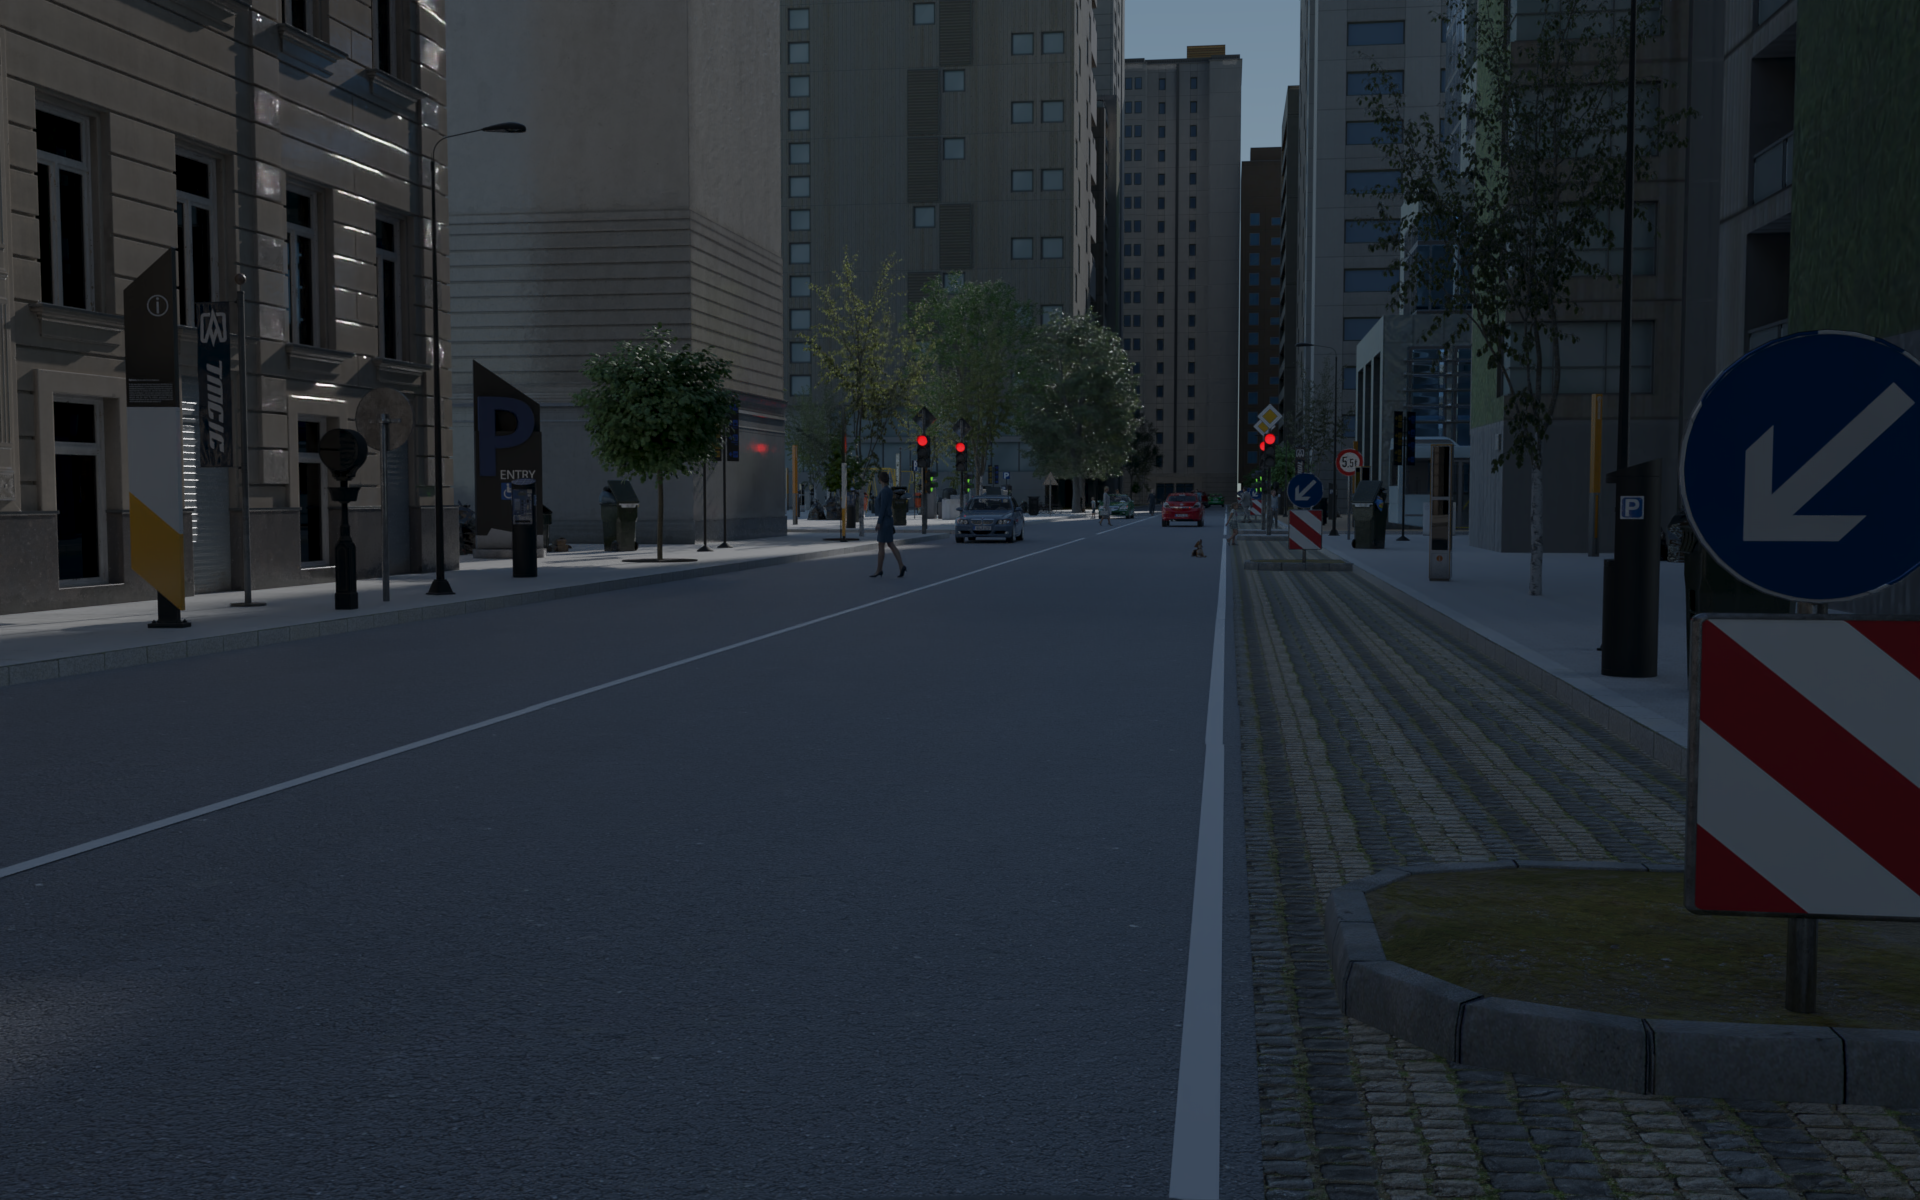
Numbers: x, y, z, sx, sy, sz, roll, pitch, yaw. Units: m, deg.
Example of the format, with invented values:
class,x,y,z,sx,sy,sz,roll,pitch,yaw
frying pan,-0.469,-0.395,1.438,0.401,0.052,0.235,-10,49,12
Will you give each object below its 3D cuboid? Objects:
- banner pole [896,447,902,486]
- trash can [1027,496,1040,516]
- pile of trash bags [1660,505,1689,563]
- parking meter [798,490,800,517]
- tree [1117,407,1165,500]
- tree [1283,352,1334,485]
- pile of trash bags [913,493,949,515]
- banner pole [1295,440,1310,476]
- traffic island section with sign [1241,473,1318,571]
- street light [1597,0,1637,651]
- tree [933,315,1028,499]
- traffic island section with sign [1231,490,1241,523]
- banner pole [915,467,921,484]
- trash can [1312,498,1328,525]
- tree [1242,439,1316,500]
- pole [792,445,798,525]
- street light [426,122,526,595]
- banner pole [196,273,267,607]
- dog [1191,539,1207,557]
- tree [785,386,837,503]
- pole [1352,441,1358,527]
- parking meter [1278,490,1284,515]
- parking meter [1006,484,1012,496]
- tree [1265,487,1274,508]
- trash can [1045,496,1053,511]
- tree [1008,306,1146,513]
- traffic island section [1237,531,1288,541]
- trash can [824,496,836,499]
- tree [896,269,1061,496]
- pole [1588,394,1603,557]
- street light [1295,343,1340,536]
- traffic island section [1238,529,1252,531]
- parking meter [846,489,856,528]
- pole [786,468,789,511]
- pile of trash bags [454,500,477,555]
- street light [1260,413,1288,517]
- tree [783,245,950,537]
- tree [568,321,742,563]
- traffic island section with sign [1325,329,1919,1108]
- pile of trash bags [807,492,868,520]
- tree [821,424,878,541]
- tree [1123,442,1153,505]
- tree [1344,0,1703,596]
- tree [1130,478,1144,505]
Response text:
class,x,y,z,sx,sy,sz,roll,pitch,yaw
banner pole,-3.293,-6.312,93.222,0.401,3.779,0.863,-2,4,-25
trash can,4.402,-5.618,103.511,0.748,1.137,0.748,0,3,0
pile of trash bags,14.681,-1.444,33.356,3.447,1.369,1.912,-1,4,-13
parking meter,-9.025,-5.341,95.728,0.372,1.533,0.369,0,3,0
tree,18.595,-15.348,185.355,7.601,10.594,8.767,-2,4,-25
tree,18.735,-8.595,90.896,4.360,8.622,3.978,0,3,0
pile of trash bags,-1.786,-5.922,106.571,1.912,1.369,3.447,2,4,33
banner pole,15.968,-5.537,80.548,0.863,3.779,0.401,1,4,20
traffic island section with sign,6.413,-1.485,32.910,1.989,1.847,2.006,1,4,9
street light,4.869,-2.543,14.113,1.470,5.913,1.316,1,4,9
tree,0.845,-7.430,71.844,4.737,8.622,4.395,0,3,0
traffic island section with sign,14.632,-4.748,86.261,1.989,1.847,2.006,1,4,9
banner pole,-3.181,-8.646,131.379,0.863,3.779,0.401,2,4,33
trash can,14.724,-3.625,70.914,0.748,1.137,0.748,0,3,0
tree,19.717,-7.378,104.344,4.285,4.588,4.351,0,3,0
pole,-6.882,-4.797,72.269,0.158,3.312,0.155,0,3,0
street light,-6.105,-3.017,21.868,1.470,5.913,1.316,1,4,9
banner pole,-8.388,-1.824,19.838,0.863,3.779,0.401,1,4,19
dog,5.505,-1.180,39.479,0.550,0.427,0.748,3,4,36
tree,-9.790,-10.126,115.914,4.737,8.622,4.395,0,3,0
pole,15.242,-4.464,66.832,0.158,3.312,0.155,0,3,0
parking meter,20.059,-6.101,108.163,0.372,1.533,0.369,0,3,0
parking meter,2.914,-5.962,103.190,0.255,1.863,0.399,-2,4,-24
tree,29.244,-10.378,164.286,1.663,3.219,1.824,0,3,0
trash can,6.739,-7.320,131.332,0.748,1.137,0.748,0,3,0
tree,7.748,-12.818,116.236,9.857,13.997,8.962,0,3,0
traffic island section,9.638,-1.938,53.961,2.009,0.180,2.903,1,4,9
trash can,-7.994,-5.816,106.747,0.748,1.137,0.748,0,3,0
tree,0.887,-9.411,79.621,9.928,11.665,9.643,0,3,0
pole,12.977,-2.540,35.372,0.158,3.312,0.155,0,3,0
street light,10.982,-4.936,53.240,1.470,5.913,1.316,1,4,9
traffic island section,10.855,-2.420,61.853,2.009,0.180,2.903,1,4,9
parking meter,-4.093,-3.460,64.986,0.372,1.533,0.369,0,3,0
pole,-13.434,-8.622,134.820,0.158,3.312,0.155,0,3,0
pile of trash bags,-11.881,-1.677,37.168,3.447,1.369,1.912,1,4,23
street light,17.580,-7.568,96.284,1.470,5.913,1.316,1,4,9
tree,-2.734,-6.224,52.118,4.360,8.622,3.978,0,3,0
tree,-5.781,-3.006,32.862,4.285,4.588,4.351,0,3,0
traffic island section with sign,2.098,0.223,4.984,1.989,1.847,2.006,1,4,9
pile of trash bags,-5.866,-4.675,86.184,1.912,1.369,3.447,3,5,41
tree,-3.327,-3.253,47.782,1.663,3.219,1.824,0,3,0
tree,21.613,-15.797,208.647,4.737,8.622,4.395,0,3,0
tree,7.060,-4.365,21.729,4.360,8.622,3.978,0,3,0
tree,20.692,-12.743,202.943,1.663,3.219,1.824,0,3,0
